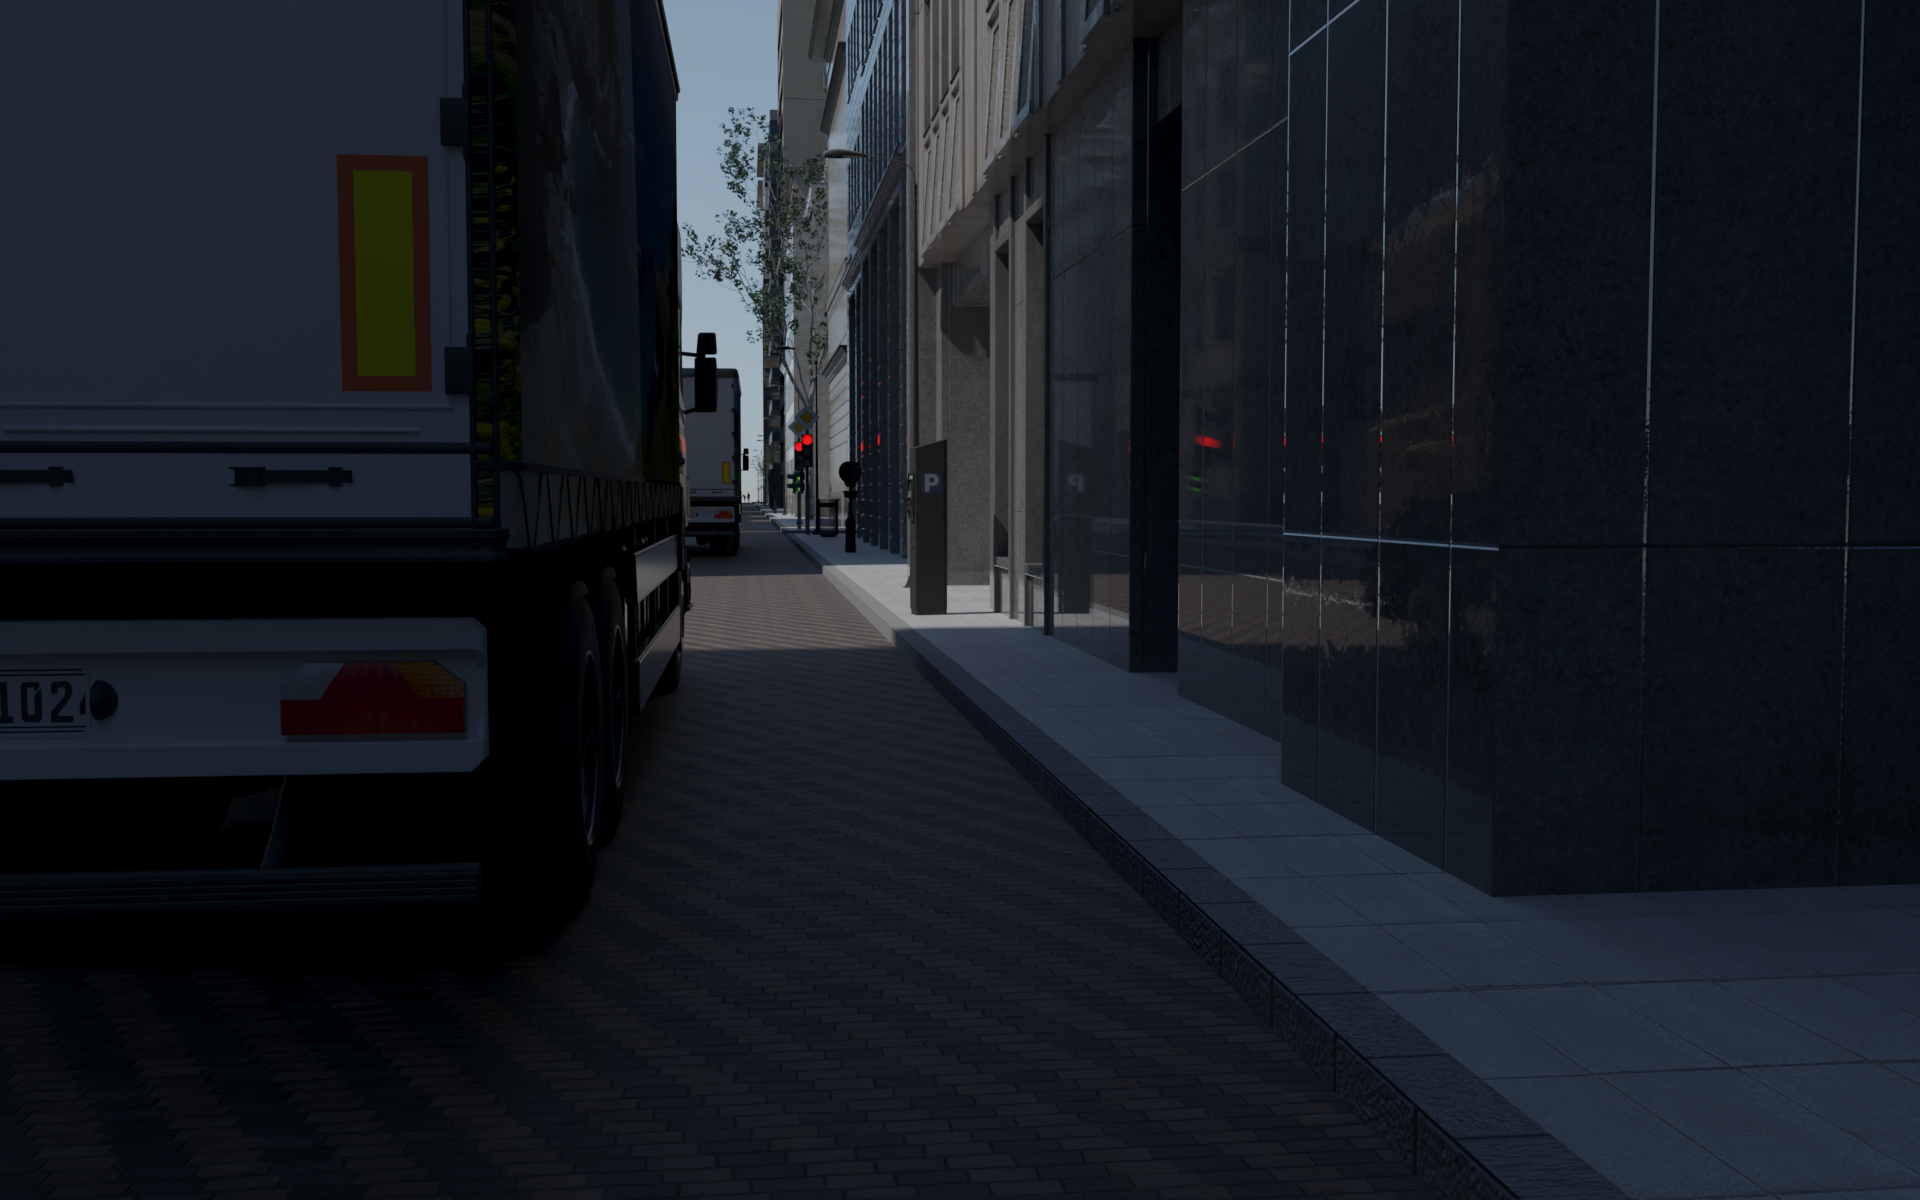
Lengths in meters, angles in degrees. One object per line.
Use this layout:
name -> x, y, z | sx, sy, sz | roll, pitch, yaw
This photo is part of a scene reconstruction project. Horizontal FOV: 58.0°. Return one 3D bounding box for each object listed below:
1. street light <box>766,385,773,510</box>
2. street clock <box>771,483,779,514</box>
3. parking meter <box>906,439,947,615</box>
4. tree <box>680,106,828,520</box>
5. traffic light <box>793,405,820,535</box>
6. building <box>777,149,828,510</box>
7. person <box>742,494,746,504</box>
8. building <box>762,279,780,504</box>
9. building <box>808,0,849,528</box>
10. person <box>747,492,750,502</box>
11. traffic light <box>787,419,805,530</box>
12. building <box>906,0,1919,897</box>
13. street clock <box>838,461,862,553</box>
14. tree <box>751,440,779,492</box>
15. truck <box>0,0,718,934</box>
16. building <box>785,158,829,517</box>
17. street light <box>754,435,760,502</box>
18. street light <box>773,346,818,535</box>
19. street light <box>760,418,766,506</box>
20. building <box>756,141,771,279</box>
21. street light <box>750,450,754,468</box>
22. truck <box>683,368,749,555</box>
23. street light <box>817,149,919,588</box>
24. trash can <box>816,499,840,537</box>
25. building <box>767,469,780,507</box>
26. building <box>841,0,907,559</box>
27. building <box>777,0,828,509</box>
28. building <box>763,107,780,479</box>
street light -> -7.405, -6.194, 73.817 | 1.470, 5.913, 1.316 | 0, 4, -7
street clock -> -12.111, -6.660, 113.461 | 0.471, 2.002, 0.358 | 0, 4, 3
parking meter -> -0.350, -0.776, 18.394 | 0.399, 1.863, 0.255 | -1, 4, -16
tree -> -8.842, -14.104, 86.483 | 12.611, 20.169, 13.585 | 0, 3, 0
traffic light -> -4.836, -4.017, 54.601 | 0.839, 4.253, 0.868 | 0, 4, -7
building -> -6.745, -20.076, 125.508 | 12.463, 27.353, 25.104 | 0, 4, -7
person -> -32.176, -15.056, 257.853 | 0.628, 1.438, 0.799 | -1, 4, -9
building -> -19.478, -28.211, 232.954 | 14.160, 30.474, 14.107 | 0, 4, -7
building -> 9.132, -14.571, 71.519 | 30.059, 22.955, 16.112 | 0, 4, -7
person -> -32.176, -15.547, 263.605 | 0.541, 1.710, 0.530 | -1, 4, -23
traffic light -> -5.826, -4.502, 62.525 | 0.839, 4.253, 0.868 | 0, 4, -7
building -> 6.423, -12.068, 15.335 | 12.078, 24.808, 19.932 | 0, 4, -7
street clock -> -2.401, -2.042, 37.958 | 0.471, 2.002, 0.358 | -2, 4, -32
tree -> -24.729, -16.687, 223.186 | 4.360, 8.622, 3.978 | 0, 3, 0
truck -> -2.823, -1.239, 9.163 | 2.839, 4.237, 11.283 | 0, 4, -7
building -> -5.081, -15.272, 104.447 | 10.420, 20.320, 16.860 | 0, 4, -7
street light -> -15.219, -10.018, 136.341 | 1.470, 5.913, 1.316 | 0, 4, -7
street light -> -5.053, -5.014, 54.527 | 1.470, 5.913, 1.316 | 0, 4, -7
street light -> -11.254, -8.137, 105.574 | 1.470, 5.913, 1.316 | 0, 4, -7
building -> -15.204, -40.695, 254.594 | 28.713, 52.752, 27.495 | 0, 4, -7
street light -> -20.868, -12.732, 180.711 | 1.470, 5.913, 1.316 | 0, 4, -7
truck -> -6.801, -3.369, 43.991 | 2.839, 4.237, 11.283 | 0, 4, -7
street light -> -1.141, -3.119, 23.530 | 1.470, 5.913, 1.316 | 0, 4, -7
trash can -> -3.925, -2.444, 51.609 | 0.748, 1.137, 0.748 | 0, 3, 0
building -> -8.802, -44.846, 171.484 | 20.563, 71.187, 20.611 | 0, 4, -7
building -> 3.606, -16.066, 40.168 | 11.434, 29.767, 29.804 | 0, 4, -7
building -> -4.943, -32.277, 151.427 | 21.300, 48.544, 21.600 | 0, 4, -7
building -> -10.640, -35.401, 198.417 | 23.786, 49.044, 30.456 | 0, 4, -7
